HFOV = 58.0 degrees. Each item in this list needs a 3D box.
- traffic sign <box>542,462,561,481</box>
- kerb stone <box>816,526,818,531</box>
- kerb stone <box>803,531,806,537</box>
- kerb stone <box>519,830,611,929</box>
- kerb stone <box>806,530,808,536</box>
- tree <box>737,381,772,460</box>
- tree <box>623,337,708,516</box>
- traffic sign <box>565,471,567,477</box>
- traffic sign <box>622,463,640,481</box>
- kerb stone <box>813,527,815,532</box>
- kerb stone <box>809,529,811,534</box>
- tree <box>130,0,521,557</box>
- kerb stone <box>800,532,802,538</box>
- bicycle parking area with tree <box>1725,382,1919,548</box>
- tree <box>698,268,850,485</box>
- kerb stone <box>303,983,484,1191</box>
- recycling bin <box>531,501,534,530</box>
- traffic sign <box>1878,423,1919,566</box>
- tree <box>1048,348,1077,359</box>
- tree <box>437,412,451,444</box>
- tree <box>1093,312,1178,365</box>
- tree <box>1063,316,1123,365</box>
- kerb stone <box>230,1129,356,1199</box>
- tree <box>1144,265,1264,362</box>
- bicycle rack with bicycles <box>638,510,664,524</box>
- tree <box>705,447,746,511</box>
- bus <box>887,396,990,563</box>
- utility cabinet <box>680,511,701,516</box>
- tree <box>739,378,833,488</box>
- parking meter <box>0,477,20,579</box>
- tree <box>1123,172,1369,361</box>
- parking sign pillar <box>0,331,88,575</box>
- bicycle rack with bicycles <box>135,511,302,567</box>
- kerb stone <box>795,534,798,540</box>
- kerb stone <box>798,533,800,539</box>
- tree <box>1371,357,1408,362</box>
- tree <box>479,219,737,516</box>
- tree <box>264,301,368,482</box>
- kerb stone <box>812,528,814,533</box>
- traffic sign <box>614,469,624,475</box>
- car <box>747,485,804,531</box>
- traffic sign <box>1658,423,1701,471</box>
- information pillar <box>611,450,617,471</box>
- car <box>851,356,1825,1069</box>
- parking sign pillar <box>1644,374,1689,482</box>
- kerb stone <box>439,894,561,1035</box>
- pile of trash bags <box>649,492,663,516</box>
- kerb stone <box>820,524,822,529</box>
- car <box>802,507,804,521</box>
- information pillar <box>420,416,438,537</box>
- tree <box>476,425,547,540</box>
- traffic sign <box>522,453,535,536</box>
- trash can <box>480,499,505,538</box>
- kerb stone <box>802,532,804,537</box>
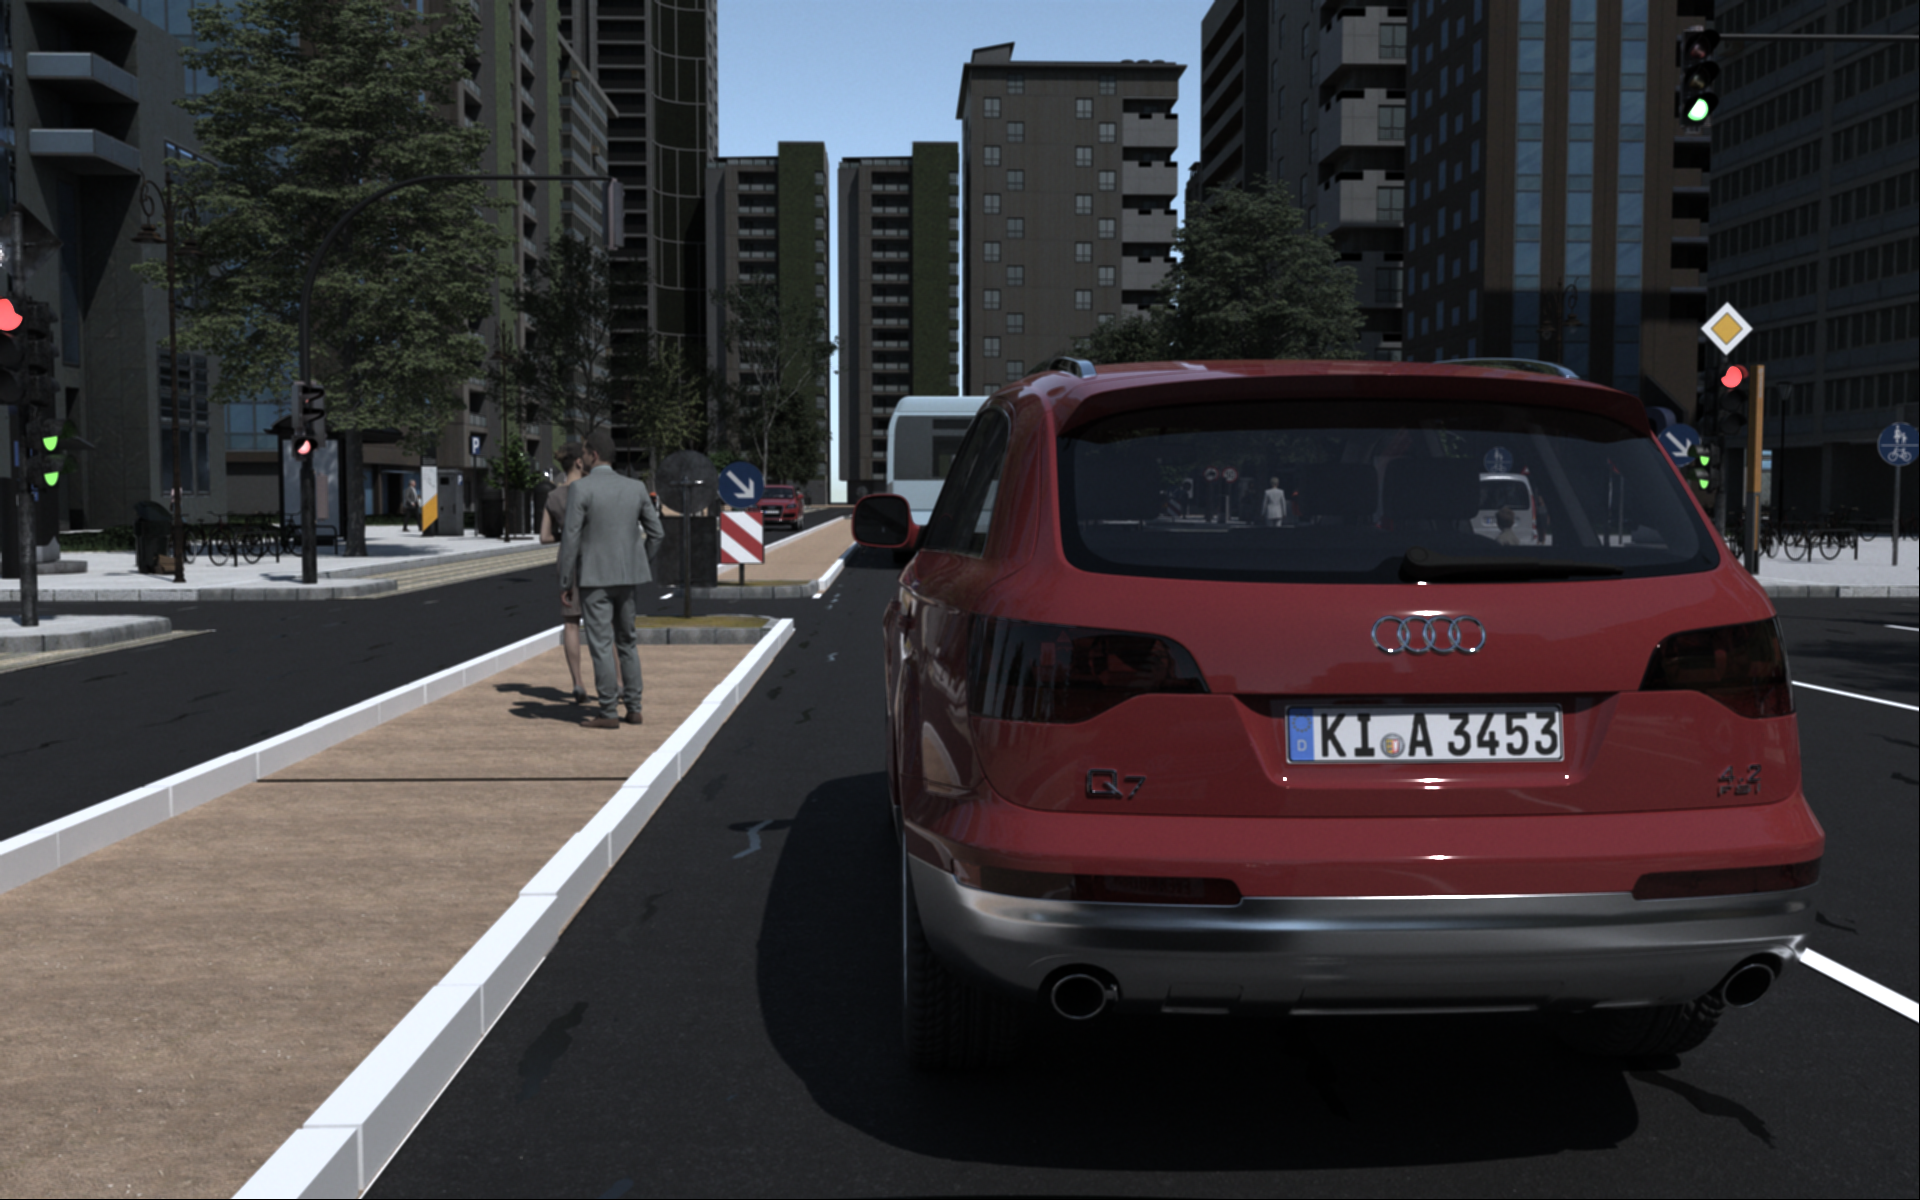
[{"bbox_3d":[-16.799,-4.369,71.173,0.795,2.593,0.064,0,4,2],"label":"traffic sign"},{"bbox_3d":[-5.509,-2.612,64.962,0.120,0.150,1.000,0,4,-2],"label":"kerb stone"},{"bbox_3d":[-5.230,-2.113,56.781,0.120,0.150,1.000,0,4,-2],"label":"kerb stone"},{"bbox_3d":[-1.377,0.986,6.075,0.120,0.150,1.000,0,4,-2],"label":"kerb stone"},{"bbox_3d":[-5.260,-2.178,57.804,0.120,0.150,1.000,0,4,-2],"label":"kerb stone"},{"bbox_3d":[-15.230,-10.209,101.337,8.767,10.594,7.601,-1,4,-21],"label":"tree"},{"bbox_3d":[-14.201,-8.044,81.876,4.737,8.622,4.395,0,3,0],"label":"tree"},{"bbox_3d":[-15.631,-4.287,70.193,0.768,2.556,0.104,0,4,2],"label":"traffic sign"},{"bbox_3d":[-13.547,-4.344,71.033,0.884,2.594,0.081,0,4,6],"label":"traffic sign"},{"bbox_3d":[-5.441,-2.484,62.914,0.120,0.150,1.000,0,4,-2],"label":"kerb stone"},{"bbox_3d":[-5.337,-2.303,59.848,0.120,0.150,1.000,0,4,-2],"label":"kerb stone"},{"bbox_3d":[-12.676,-7.173,35.413,7.486,12.596,7.792,0,3,0],"label":"tree"},{"bbox_3d":[-5.158,-1.990,54.736,0.120,0.150,1.000,0,4,-2],"label":"kerb stone"},{"bbox_3d":[23.620,-3.530,44.718,8.231,4.147,9.016,0,4,3],"label":"bicycle parking area with tree"},{"bbox_3d":[-15.479,-17.583,143.373,12.611,20.169,13.585,0,3,0],"label":"tree"},{"bbox_3d":[-1.296,1.113,4.033,0.120,0.150,1.000,0,4,-2],"label":"kerb stone"},{"bbox_3d":[-15.211,-3.070,62.749,0.722,1.027,0.722,-1,4,-17],"label":"recycling bin"},{"bbox_3d":[16.767,-1.889,30.990,0.768,2.556,0.104,0,4,4],"label":"traffic sign"},{"bbox_3d":[9.268,-14.364,145.225,12.009,13.543,11.850,0,3,0],"label":"tree"},{"bbox_3d":[-29.822,-8.752,93.452,4.737,8.622,4.395,0,3,0],"label":"tree"},{"bbox_3d":[11.490,-11.737,108.915,9.611,12.733,9.660,0,3,0],"label":"tree"},{"bbox_3d":[10.213,-13.110,121.008,9.857,13.997,8.962,0,3,0],"label":"tree"},{"bbox_3d":[-1.262,1.174,3.009,0.120,0.150,1.000,0,4,-2],"label":"kerb stone"},{"bbox_3d":[12.336,-10.273,86.090,7.486,12.596,7.792,0,3,0],"label":"tree"},{"bbox_3d":[-13.903,-3.670,73.380,2.925,0.926,2.852,1,4,11],"label":"bicycle rack with bicycles"},{"bbox_3d":[-15.541,-7.972,114.061,4.285,4.588,4.351,0,3,0],"label":"tree"},{"bbox_3d":[-0.257,-2.710,39.169,2.948,3.499,13.247,0,4,-1],"label":"bus"},{"bbox_3d":[-14.436,-5.144,92.775,1.173,1.500,0.318,2,4,25],"label":"utility cabinet"},{"bbox_3d":[-17.322,-15.528,170.884,9.611,12.733,9.660,0,3,0],"label":"tree"},{"bbox_3d":[-14.361,-1.094,26.293,0.372,1.533,0.369,0,3,0],"label":"parking meter"},{"bbox_3d":[12.161,-9.925,68.932,9.857,13.997,8.962,0,3,0],"label":"tree"},{"bbox_3d":[-14.954,-2.416,27.970,1.447,3.967,1.447,-1,4,-16],"label":"parking sign pillar"},{"bbox_3d":[-13.796,-1.098,31.340,2.852,0.926,2.925,0,4,3],"label":"bicycle rack with bicycles"},{"bbox_3d":[-5.091,-1.865,52.691,0.120,0.150,1.000,0,4,-2],"label":"kerb stone"},{"bbox_3d":[-5.123,-1.928,53.713,0.120,0.150,1.000,0,4,-2],"label":"kerb stone"},{"bbox_3d":[22.587,-8.642,91.666,4.737,8.622,4.395,0,3,0],"label":"tree"},{"bbox_3d":[-13.064,-7.670,59.810,7.601,10.594,8.767,-2,4,-30],"label":"tree"},{"bbox_3d":[-23.379,-6.965,64.241,4.360,8.622,3.978,0,3,0],"label":"tree"},{"bbox_3d":[-5.396,-2.424,61.893,0.120,0.150,1.000,0,4,-2],"label":"kerb stone"},{"bbox_3d":[-17.068,-5.299,86.747,0.768,2.556,0.104,0,4,2],"label":"traffic sign"},{"bbox_3d":[-7.345,-3.686,68.934,2.281,1.827,5.304,0,4,-3],"label":"car"},{"bbox_3d":[12.959,-1.908,31.309,0.768,2.556,0.104,0,4,7],"label":"traffic sign"},{"bbox_3d":[-18.279,-6.118,91.378,0.504,3.616,0.183,2,4,33],"label":"information pillar"},{"bbox_3d":[0.769,0.169,5.909,2.281,1.827,5.304,0,4,-3],"label":"car"},{"bbox_3d":[15.531,-3.056,38.435,1.447,3.967,1.447,-1,4,-17],"label":"parking sign pillar"},{"bbox_3d":[-1.331,1.055,5.055,0.120,0.150,1.000,0,4,-2],"label":"kerb stone"},{"bbox_3d":[-16.205,-4.889,89.681,1.912,1.369,3.447,0,4,3],"label":"pile of trash bags"},{"bbox_3d":[-5.614,-2.804,68.044,0.120,0.150,1.000,0,4,-2],"label":"kerb stone"},{"bbox_3d":[-9.092,-4.737,89.812,2.083,1.381,4.827,0,4,-2],"label":"car"},{"bbox_3d":[-15.897,-3.697,51.793,0.504,3.616,0.183,-3,5,-42],"label":"information pillar"},{"bbox_3d":[-12.578,-3.330,49.051,1.663,3.219,1.824,0,3,0],"label":"tree"},{"bbox_3d":[-13.367,-3.232,52.956,0.768,2.556,0.104,0,4,-2],"label":"traffic sign"},{"bbox_3d":[-13.785,-2.413,51.101,0.748,1.137,0.748,0,3,0],"label":"trash can"},{"bbox_3d":[-5.193,-2.053,55.758,0.120,0.150,1.000,0,4,-2],"label":"kerb stone"}]
